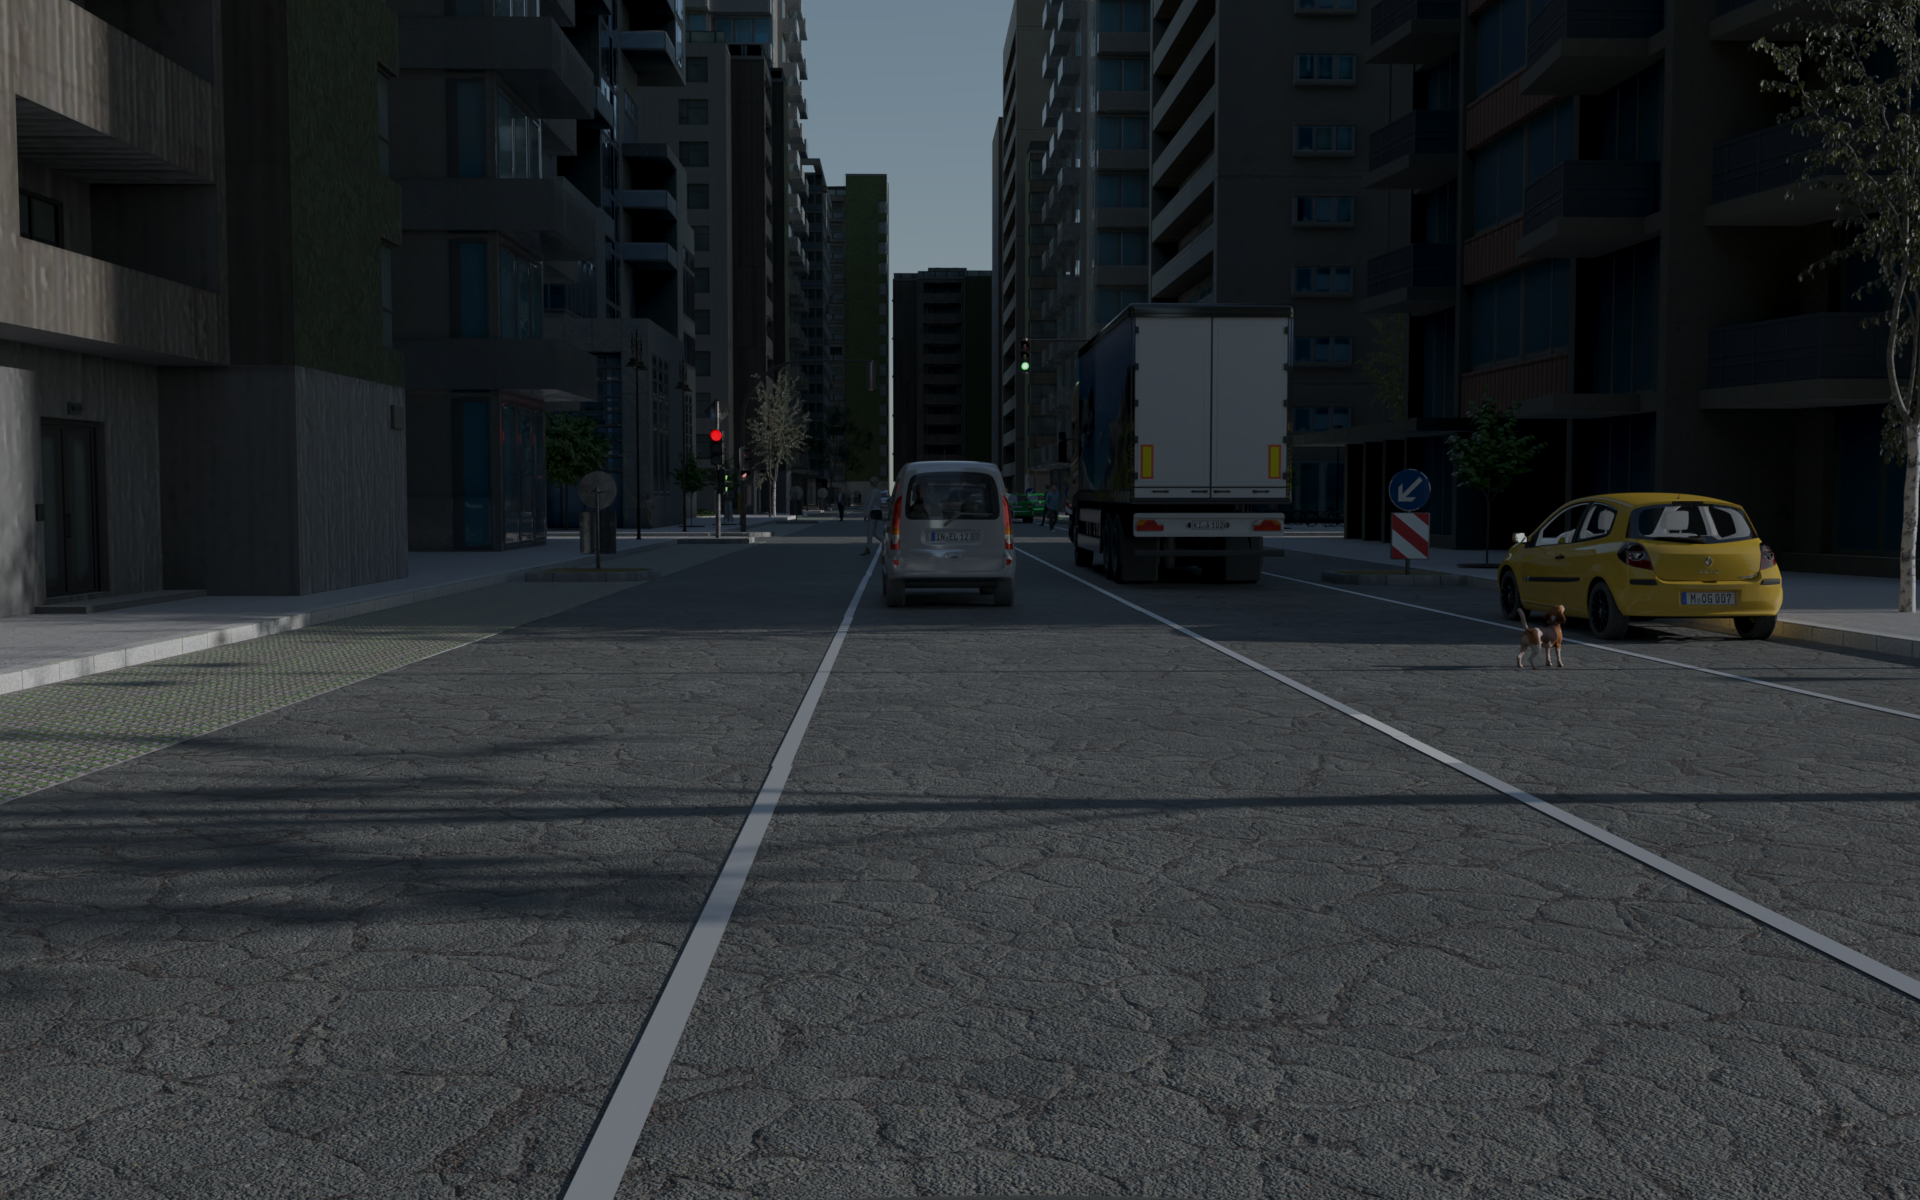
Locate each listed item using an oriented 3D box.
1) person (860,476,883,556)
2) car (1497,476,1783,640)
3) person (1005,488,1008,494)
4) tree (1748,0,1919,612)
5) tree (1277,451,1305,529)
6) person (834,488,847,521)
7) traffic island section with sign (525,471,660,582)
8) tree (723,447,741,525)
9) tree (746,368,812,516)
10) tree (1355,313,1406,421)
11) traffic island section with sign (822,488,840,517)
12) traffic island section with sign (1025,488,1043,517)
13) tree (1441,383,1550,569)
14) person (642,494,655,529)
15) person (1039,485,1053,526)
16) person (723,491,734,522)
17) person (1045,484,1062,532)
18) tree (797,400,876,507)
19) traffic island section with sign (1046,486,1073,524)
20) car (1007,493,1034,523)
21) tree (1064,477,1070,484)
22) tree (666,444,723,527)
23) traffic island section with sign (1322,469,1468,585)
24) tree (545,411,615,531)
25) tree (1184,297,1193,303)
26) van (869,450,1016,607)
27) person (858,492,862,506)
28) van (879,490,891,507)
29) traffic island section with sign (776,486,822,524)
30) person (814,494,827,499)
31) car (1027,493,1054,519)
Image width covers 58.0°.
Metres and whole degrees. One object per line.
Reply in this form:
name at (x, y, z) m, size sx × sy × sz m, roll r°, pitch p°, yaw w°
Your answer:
person at (-1.950, -1.959, 40.414) m, size 0.818 × 1.842 × 0.514 m, roll -1°, pitch 4°, yaw -9°
car at (7.083, -0.504, 18.458) m, size 2.015 × 1.641 × 3.980 m, roll 0°, pitch 4°, yaw -2°
person at (2.555, -5.435, 97.913) m, size 0.362 × 1.759 × 0.519 m, roll 0°, pitch 4°, yaw 6°
tree at (10.539, -4.172, 18.568) m, size 4.360 × 8.622 × 3.978 m, roll 0°, pitch 3°, yaw 0°
tree at (11.684, -4.221, 63.607) m, size 1.663 × 3.219 × 1.824 m, roll 0°, pitch 3°, yaw 0°
person at (-6.295, -5.038, 91.265) m, size 0.661 × 1.777 × 0.834 m, roll 0°, pitch 4°, yaw 4°
traffic island section with sign at (-6.080, -1.243, 28.958) m, size 1.989 × 1.847 × 2.006 m, roll 0°, pitch 4°, yaw -2°
tree at (-9.697, -4.701, 71.468) m, size 1.663 × 3.219 × 1.824 m, roll 0°, pitch 3°, yaw 0°
tree at (-10.778, -9.214, 101.011) m, size 4.360 × 8.622 × 3.978 m, roll 0°, pitch 3°, yaw 0°
tree at (16.396, -6.838, 62.165) m, size 4.737 × 8.622 × 4.395 m, roll 0°, pitch 3°, yaw 0°
traffic island section with sign at (-8.673, -6.215, 110.238) m, size 1.989 × 1.847 × 2.006 m, roll 0°, pitch 4°, yaw -2°
traffic island section with sign at (4.337, -6.239, 110.642) m, size 1.989 × 1.847 × 2.006 m, roll 0°, pitch 4°, yaw -2°
tree at (9.174, -2.183, 30.299) m, size 1.663 × 3.219 × 1.824 m, roll 0°, pitch 3°, yaw 0°
person at (-11.411, -3.250, 63.460) m, size 0.475 × 1.303 × 0.640 m, roll -3°, pitch 4°, yaw -39°
person at (3.830, -4.185, 76.697) m, size 0.755 × 1.850 × 0.659 m, roll 3°, pitch 5°, yaw 44°
person at (-10.670, -4.468, 79.647) m, size 0.519 × 1.759 × 0.362 m, roll 2°, pitch 4°, yaw 32°
person at (3.471, -3.443, 64.817) m, size 0.660 × 1.820 × 0.620 m, roll -2°, pitch 4°, yaw -35°
tree at (-12.791, -14.499, 171.470) m, size 8.767 × 10.594 × 7.601 m, roll -3°, pitch 4°, yaw -37°
traffic island section with sign at (5.205, -4.592, 83.700) m, size 1.989 × 1.847 × 2.006 m, roll 0°, pitch 4°, yaw -2°
car at (2.643, -4.761, 86.641) m, size 1.959 × 1.807 × 4.718 m, roll 0°, pitch 4°, yaw -3°
tree at (7.189, -6.532, 101.402) m, size 1.663 × 3.219 × 1.824 m, roll 0°, pitch 3°, yaw 0°
tree at (-10.393, -4.447, 67.303) m, size 1.663 × 3.219 × 1.824 m, roll 0°, pitch 3°, yaw 0°
traffic island section with sign at (6.974, -1.193, 28.138) m, size 1.989 × 1.847 × 2.006 m, roll 0°, pitch 4°, yaw -2°
tree at (-13.966, -4.753, 61.423) m, size 4.285 × 4.588 × 4.351 m, roll 0°, pitch 3°, yaw 0°
tree at (7.926, -7.042, 65.491) m, size 4.360 × 8.622 × 3.978 m, roll 0°, pitch 3°, yaw 0°
van at (-0.214, -1.005, 23.436) m, size 2.013 × 2.044 × 4.112 m, roll 0°, pitch 4°, yaw -4°
person at (-11.051, -11.100, 190.898) m, size 0.530 × 1.710 × 0.541 m, roll -1°, pitch 4°, yaw -20°
van at (-8.278, -10.950, 186.047) m, size 2.013 × 2.044 × 4.112 m, roll 0°, pitch 4°, yaw -1°
traffic island section with sign at (-7.815, -4.567, 83.297) m, size 1.989 × 1.847 × 2.006 m, roll 0°, pitch 4°, yaw -2°
person at (-13.865, -10.106, 172.004) m, size 1.217 × 1.735 × 0.721 m, roll 0°, pitch 4°, yaw -6°
car at (4.446, -5.528, 99.175) m, size 1.959 × 1.807 × 4.718 m, roll 0°, pitch 4°, yaw -1°
